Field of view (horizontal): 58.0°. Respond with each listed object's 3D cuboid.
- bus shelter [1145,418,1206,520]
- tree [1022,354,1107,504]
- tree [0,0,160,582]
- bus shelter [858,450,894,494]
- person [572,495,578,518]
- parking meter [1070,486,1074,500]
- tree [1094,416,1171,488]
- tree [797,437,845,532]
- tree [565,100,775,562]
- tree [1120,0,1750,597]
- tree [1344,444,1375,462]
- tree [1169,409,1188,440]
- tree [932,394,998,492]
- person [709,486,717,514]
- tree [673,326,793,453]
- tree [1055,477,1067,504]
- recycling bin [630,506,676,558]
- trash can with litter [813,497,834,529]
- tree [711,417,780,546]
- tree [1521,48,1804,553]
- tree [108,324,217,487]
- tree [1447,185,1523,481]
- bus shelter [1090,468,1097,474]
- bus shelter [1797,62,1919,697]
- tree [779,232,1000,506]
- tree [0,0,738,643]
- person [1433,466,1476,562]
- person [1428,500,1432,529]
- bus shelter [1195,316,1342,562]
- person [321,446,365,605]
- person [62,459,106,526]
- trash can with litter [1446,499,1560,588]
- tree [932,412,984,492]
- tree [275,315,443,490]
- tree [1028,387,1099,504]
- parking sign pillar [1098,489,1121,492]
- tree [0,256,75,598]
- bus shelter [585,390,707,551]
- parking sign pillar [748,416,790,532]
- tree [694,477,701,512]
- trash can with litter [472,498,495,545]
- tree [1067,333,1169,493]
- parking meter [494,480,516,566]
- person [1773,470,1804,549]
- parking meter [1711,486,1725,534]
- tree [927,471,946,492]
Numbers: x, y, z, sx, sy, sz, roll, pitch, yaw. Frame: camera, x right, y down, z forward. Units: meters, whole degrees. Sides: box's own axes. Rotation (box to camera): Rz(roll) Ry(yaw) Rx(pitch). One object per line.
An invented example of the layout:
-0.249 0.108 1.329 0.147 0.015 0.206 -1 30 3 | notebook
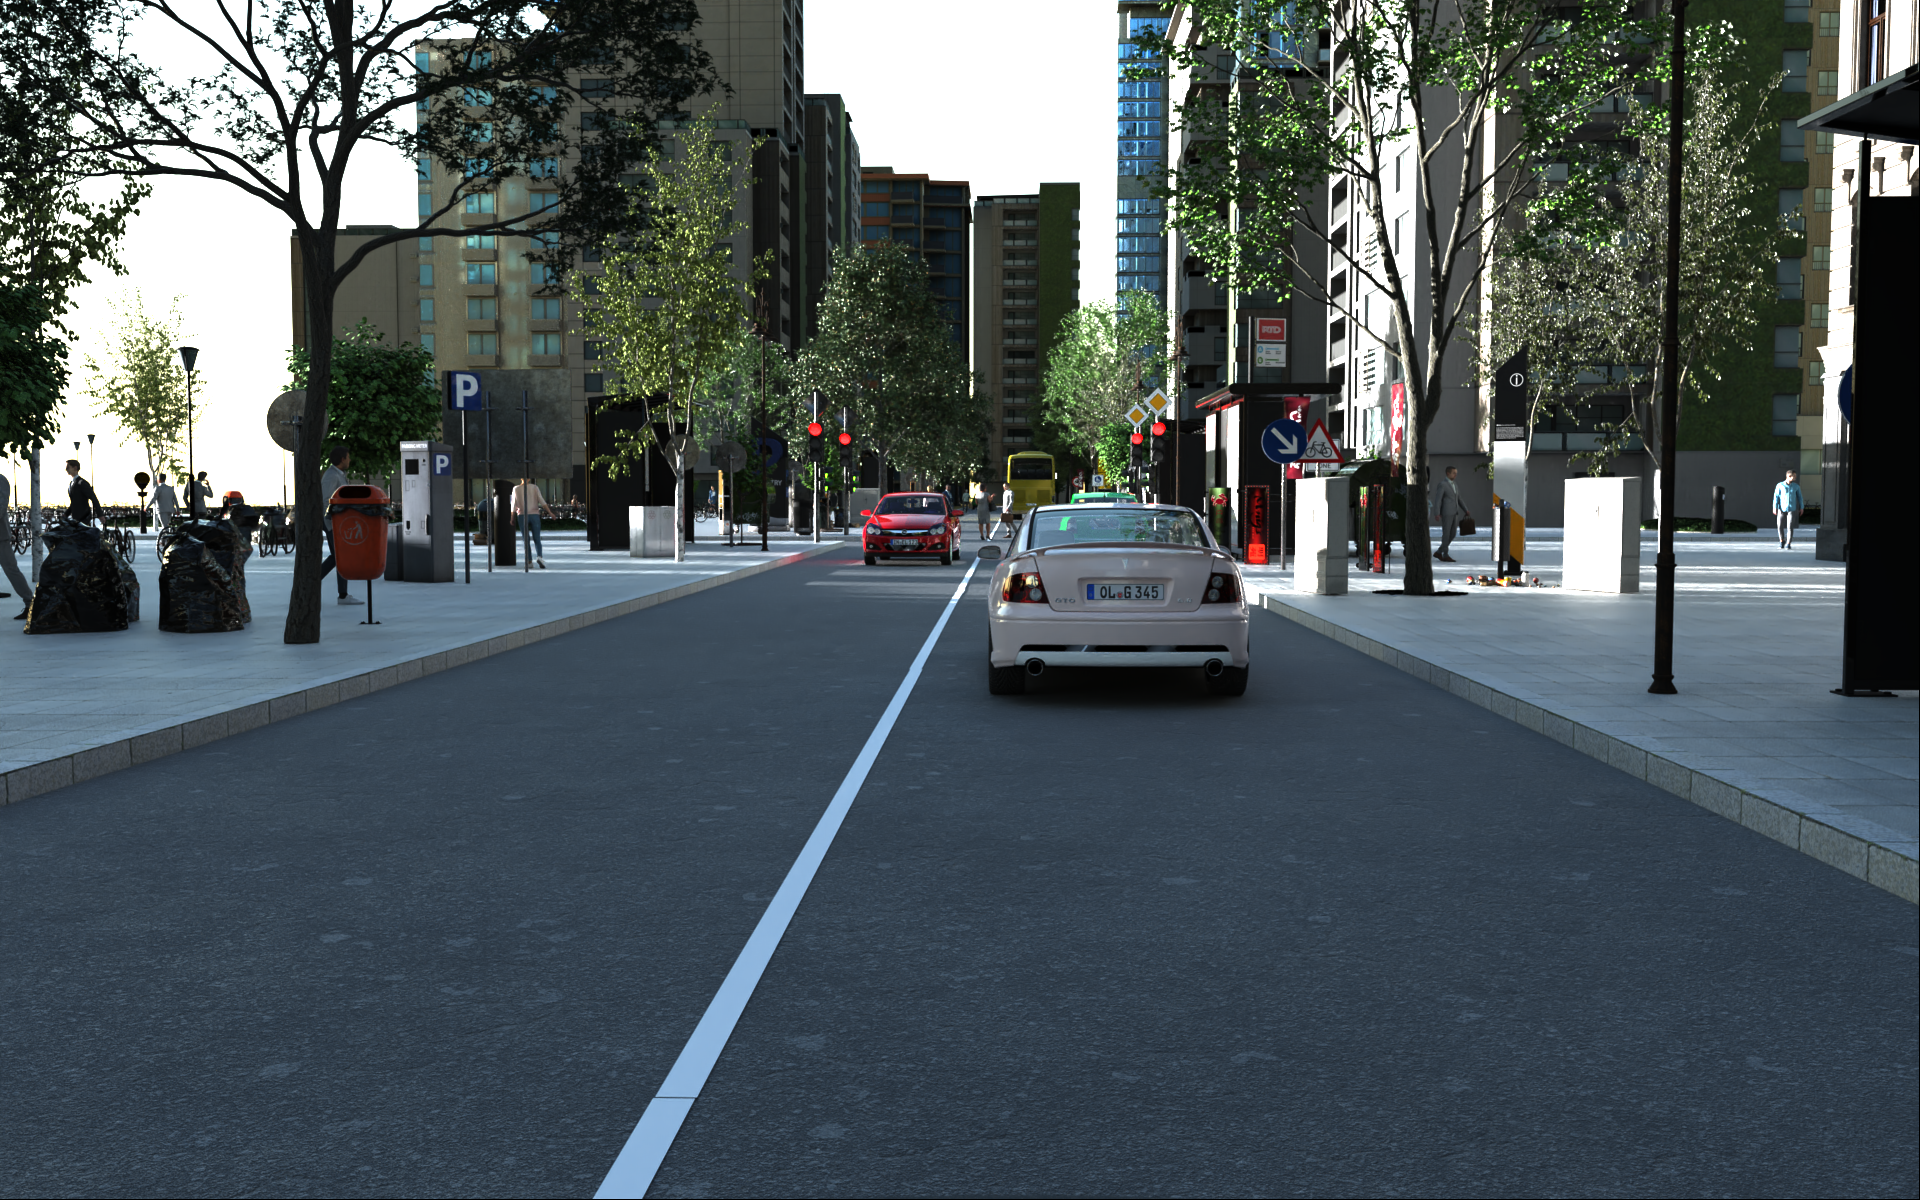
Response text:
7.105 -3.985 56.445 1.731 3.624 6.357 0 4 2 | bus shelter
8.658 -13.225 134.355 7.486 12.596 7.792 0 3 0 | tree
-13.700 -4.566 25.014 4.737 8.622 4.395 0 3 0 | tree
-4.147 -6.029 89.862 1.731 3.624 6.357 0 4 2 | bus shelter
-18.181 -4.349 81.813 0.362 1.253 0.373 3 4 37 | person
7.784 -7.020 120.494 0.255 1.863 0.399 1 4 16 | parking meter
6.707 -5.014 65.691 4.285 4.588 4.351 0 3 0 | tree
-4.495 -3.945 59.102 1.663 3.219 1.824 0 3 0 | tree
-5.412 -5.050 32.923 4.737 8.622 4.395 0 3 0 | tree
5.890 -5.881 21.904 9.928 11.665 9.643 0 3 0 | tree
15.986 -4.416 66.797 1.663 3.219 1.824 0 3 0 | tree
13.968 -10.578 123.316 4.360 8.622 3.978 0 3 0 | tree
-1.347 -12.870 144.836 8.767 10.594 7.601 -1 4 -14 | tree
-16.186 -6.570 113.494 0.581 1.822 0.654 0 4 -8 | person
-13.738 -10.864 103.375 9.928 11.665 9.643 0 3 0 | tree
9.765 -10.790 171.013 1.663 3.219 1.824 0 3 0 | tree
-6.275 -1.394 35.348 0.722 1.027 0.722 -2 4 -35 | recycling bin
-5.005 -3.213 63.926 0.624 1.170 1.055 1 4 10 | trash can with litter
-5.341 -2.982 43.355 1.663 3.219 1.824 0 3 0 | tree
11.913 -4.816 29.098 4.360 8.622 3.978 0 3 0 | tree
-34.357 -7.573 74.185 4.360 8.622 3.978 0 3 0 | tree
12.934 -5.433 39.195 4.360 8.622 3.978 0 3 0 | tree
10.577 -8.076 125.959 2.014 3.302 5.546 0 4 2 | bus shelter
6.026 -1.016 7.902 1.731 3.624 6.357 0 4 2 | bus shelter
-3.501 -9.744 76.319 9.611 12.733 9.660 0 3 0 | tree
-5.330 -4.904 14.593 7.601 10.594 8.767 0 3 0 | tree
9.292 -1.630 32.812 0.709 1.813 0.853 -3 5 -43 | person
16.111 -3.030 59.869 0.425 1.301 0.394 1 4 9 | person
6.269 -3.625 36.906 2.179 5.291 8.768 0 4 2 | bus shelter
-7.331 -0.871 20.126 0.795 1.843 0.661 0 4 -8 | person
-14.432 -1.374 28.286 0.755 1.850 0.659 -3 5 -43 | person
7.827 -0.837 24.740 1.678 1.210 2.233 1 4 16 | trash can with litter
-1.632 -15.503 171.598 7.486 12.596 7.792 0 3 0 | tree
-10.985 -2.945 31.864 4.285 4.588 4.351 0 3 0 | tree
9.964 -14.684 157.098 9.611 12.733 9.660 0 3 0 | tree
9.309 -6.973 102.488 1.447 3.967 1.447 -3 5 -45 | parking sign pillar
-12.565 -2.300 21.324 4.285 4.588 4.351 0 3 0 | tree
-7.528 -3.111 42.145 1.731 3.624 6.357 0 4 2 | bus shelter
-6.582 -4.354 59.657 1.447 3.967 1.447 1 4 9 | parking sign pillar
-19.383 -7.960 124.743 1.663 3.219 1.824 0 3 0 | tree
-11.939 -1.981 43.781 0.624 1.170 1.055 0 4 1 | trash can with litter
7.001 -7.852 78.735 4.360 8.622 3.978 0 3 0 | tree
-8.165 -1.386 31.075 0.372 1.533 0.369 0 3 0 | parking meter
19.361 -2.113 40.453 0.638 1.841 0.748 2 4 32 | person
24.454 -2.903 55.875 0.372 1.533 0.369 0 3 0 | parking meter
-2.117 -8.492 133.451 1.663 3.219 1.824 0 3 0 | tree
